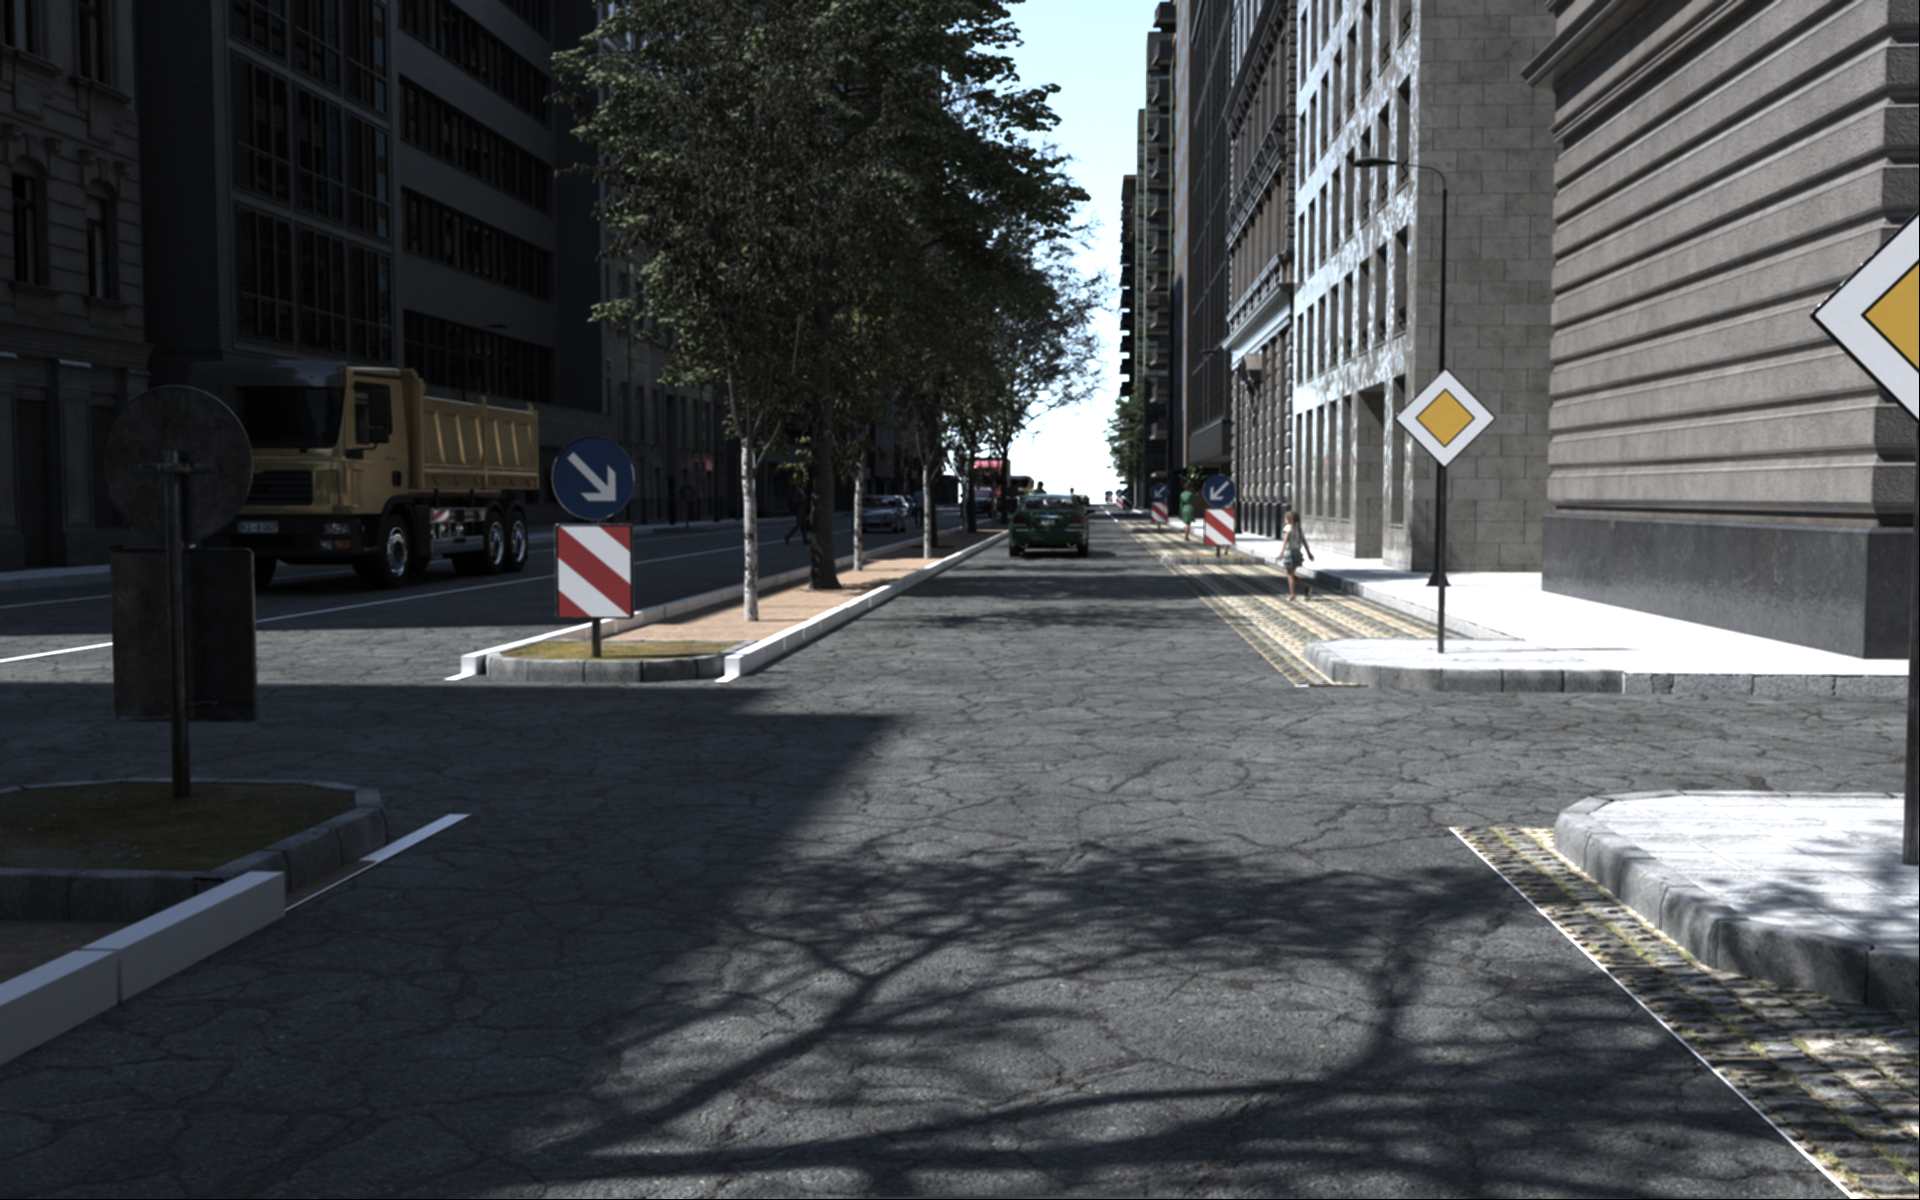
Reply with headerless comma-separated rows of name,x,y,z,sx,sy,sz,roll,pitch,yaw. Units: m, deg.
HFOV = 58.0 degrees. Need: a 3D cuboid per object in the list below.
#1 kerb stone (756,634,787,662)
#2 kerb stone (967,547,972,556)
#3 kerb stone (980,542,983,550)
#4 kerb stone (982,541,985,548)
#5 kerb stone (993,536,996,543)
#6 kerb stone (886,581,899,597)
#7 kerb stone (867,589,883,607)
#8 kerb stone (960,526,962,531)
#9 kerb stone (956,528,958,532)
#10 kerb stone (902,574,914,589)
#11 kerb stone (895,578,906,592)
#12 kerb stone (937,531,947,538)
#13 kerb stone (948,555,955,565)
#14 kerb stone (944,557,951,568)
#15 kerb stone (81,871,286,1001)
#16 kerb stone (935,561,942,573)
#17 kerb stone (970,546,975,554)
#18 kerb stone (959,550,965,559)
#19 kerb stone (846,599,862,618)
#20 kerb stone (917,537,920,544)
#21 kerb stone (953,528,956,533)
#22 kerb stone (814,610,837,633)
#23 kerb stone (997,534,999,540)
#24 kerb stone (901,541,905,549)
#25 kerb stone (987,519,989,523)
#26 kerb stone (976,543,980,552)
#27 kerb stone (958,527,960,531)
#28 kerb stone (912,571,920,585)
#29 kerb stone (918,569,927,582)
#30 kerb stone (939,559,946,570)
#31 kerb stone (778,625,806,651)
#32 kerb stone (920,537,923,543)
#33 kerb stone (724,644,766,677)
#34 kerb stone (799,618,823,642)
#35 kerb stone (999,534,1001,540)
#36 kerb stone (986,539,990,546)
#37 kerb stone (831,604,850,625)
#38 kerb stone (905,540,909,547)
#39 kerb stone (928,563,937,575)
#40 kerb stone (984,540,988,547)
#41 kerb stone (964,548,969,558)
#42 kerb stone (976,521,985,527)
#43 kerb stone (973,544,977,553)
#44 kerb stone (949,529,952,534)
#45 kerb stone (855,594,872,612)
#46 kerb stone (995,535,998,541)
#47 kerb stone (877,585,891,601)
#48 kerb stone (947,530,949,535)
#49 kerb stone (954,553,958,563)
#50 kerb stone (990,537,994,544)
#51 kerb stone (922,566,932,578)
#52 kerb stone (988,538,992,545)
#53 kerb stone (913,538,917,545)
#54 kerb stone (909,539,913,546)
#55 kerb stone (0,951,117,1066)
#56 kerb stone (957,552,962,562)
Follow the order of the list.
kerb stone,-1.681,0.436,15.116,0.120,0.150,1.000,0,4,4
kerb stone,0.115,-1.067,39.677,0.120,0.150,1.000,0,4,4
kerb stone,0.417,-1.316,43.773,0.120,0.150,1.000,0,4,4
kerb stone,0.499,-1.382,44.791,0.120,0.150,1.000,0,4,4
kerb stone,0.867,-1.695,49.910,0.120,0.150,1.000,0,4,4
kerb stone,-1.010,-0.127,24.330,0.120,0.150,1.000,0,4,4
kerb stone,-1.148,-0.006,22.290,0.120,0.150,1.000,0,4,4
kerb stone,-0.105,-2.640,65.365,0.120,0.150,1.000,0,4,4
kerb stone,-0.255,-2.512,63.315,0.120,0.150,1.000,0,4,4
kerb stone,-0.851,-0.252,26.375,0.120,0.150,1.000,0,4,4
kerb stone,-0.933,-0.192,25.349,0.120,0.150,1.000,0,4,4
kerb stone,-0.633,-2.202,58.198,0.120,0.150,1.000,0,4,4
kerb stone,-0.255,-0.756,34.562,0.120,0.150,1.000,0,4,4
kerb stone,-0.332,-0.694,33.543,0.120,0.150,1.000,0,4,4
kerb stone,-2.389,1.028,5.389,0.120,0.150,1.000,0,4,4
kerb stone,-0.481,-0.569,31.492,0.120,0.150,1.000,0,4,4
kerb stone,0.190,-1.132,40.703,0.120,0.150,1.000,0,4,4
kerb stone,-0.036,-0.937,37.628,0.120,0.150,1.000,0,4,4
kerb stone,-1.303,0.128,20.233,0.120,0.150,1.000,0,4,4
kerb stone,-1.309,-1.640,49.011,0.120,0.150,1.000,0,4,4
kerb stone,-0.328,-2.452,62.290,0.120,0.150,1.000,0,4,4
kerb stone,-1.448,0.245,18.183,0.120,0.150,1.000,0,4,4
kerb stone,1.014,-1.820,51.950,0.120,0.150,1.000,0,4,4
kerb stone,-1.612,-1.389,44.914,0.120,0.150,1.000,0,4,4
kerb stone,1.164,-3.703,82.745,0.120,0.150,1.000,0,4,4
kerb stone,0.344,-1.257,42.753,0.120,0.150,1.000,0,4,4
kerb stone,-0.191,-2.577,64.337,0.120,0.150,1.000,0,4,4
kerb stone,-0.782,-0.318,27.395,0.120,0.150,1.000,0,4,4
kerb stone,-0.695,-0.377,28.419,0.120,0.150,1.000,0,4,4
kerb stone,-0.407,-0.630,32.517,0.120,0.150,1.000,0,4,4
kerb stone,-1.603,0.371,16.141,0.120,0.150,1.000,0,4,4
kerb stone,-1.238,-1.702,50.031,0.120,0.150,1.000,0,4,4
kerb stone,-1.753,0.496,14.093,0.120,0.150,1.000,0,4,4
kerb stone,-1.523,0.312,17.164,0.120,0.150,1.000,0,4,4
kerb stone,1.089,-1.883,52.974,0.120,0.150,1.000,0,4,4
kerb stone,0.645,-1.507,46.833,0.120,0.150,1.000,0,4,4
kerb stone,-1.377,0.183,19.202,0.120,0.150,1.000,0,4,4
kerb stone,-1.534,-1.452,45.933,0.120,0.150,1.000,0,4,4
kerb stone,-0.554,-0.506,30.471,0.120,0.150,1.000,0,4,4
kerb stone,0.573,-1.444,45.811,0.120,0.150,1.000,0,4,4
kerb stone,0.046,-1.007,38.655,0.120,0.150,1.000,0,4,4
kerb stone,0.941,-3.516,79.678,0.120,0.150,1.000,0,4,4
kerb stone,0.268,-1.193,41.722,0.120,0.150,1.000,0,4,4
kerb stone,-0.481,-2.326,60.240,0.120,0.150,1.000,0,4,4
kerb stone,-1.233,0.061,21.260,0.120,0.150,1.000,0,4,4
kerb stone,0.944,-1.757,50.929,0.120,0.150,1.000,0,4,4
kerb stone,-1.081,-0.068,23.309,0.120,0.150,1.000,0,4,4
kerb stone,-0.559,-2.263,59.217,0.120,0.150,1.000,0,4,4
kerb stone,-0.180,-0.818,35.589,0.120,0.150,1.000,0,4,4
kerb stone,0.795,-1.628,48.888,0.120,0.150,1.000,0,4,4
kerb stone,-0.623,-0.443,29.438,0.120,0.150,1.000,0,4,4
kerb stone,0.719,-1.564,47.856,0.120,0.150,1.000,0,4,4
kerb stone,-1.375,-1.578,47.989,0.120,0.150,1.000,0,4,4
kerb stone,-1.449,-1.514,46.957,0.120,0.150,1.000,0,4,4
kerb stone,-2.463,1.090,4.368,0.120,0.150,1.000,0,4,4
kerb stone,-0.105,-0.873,36.608,0.120,0.150,1.000,0,4,4
